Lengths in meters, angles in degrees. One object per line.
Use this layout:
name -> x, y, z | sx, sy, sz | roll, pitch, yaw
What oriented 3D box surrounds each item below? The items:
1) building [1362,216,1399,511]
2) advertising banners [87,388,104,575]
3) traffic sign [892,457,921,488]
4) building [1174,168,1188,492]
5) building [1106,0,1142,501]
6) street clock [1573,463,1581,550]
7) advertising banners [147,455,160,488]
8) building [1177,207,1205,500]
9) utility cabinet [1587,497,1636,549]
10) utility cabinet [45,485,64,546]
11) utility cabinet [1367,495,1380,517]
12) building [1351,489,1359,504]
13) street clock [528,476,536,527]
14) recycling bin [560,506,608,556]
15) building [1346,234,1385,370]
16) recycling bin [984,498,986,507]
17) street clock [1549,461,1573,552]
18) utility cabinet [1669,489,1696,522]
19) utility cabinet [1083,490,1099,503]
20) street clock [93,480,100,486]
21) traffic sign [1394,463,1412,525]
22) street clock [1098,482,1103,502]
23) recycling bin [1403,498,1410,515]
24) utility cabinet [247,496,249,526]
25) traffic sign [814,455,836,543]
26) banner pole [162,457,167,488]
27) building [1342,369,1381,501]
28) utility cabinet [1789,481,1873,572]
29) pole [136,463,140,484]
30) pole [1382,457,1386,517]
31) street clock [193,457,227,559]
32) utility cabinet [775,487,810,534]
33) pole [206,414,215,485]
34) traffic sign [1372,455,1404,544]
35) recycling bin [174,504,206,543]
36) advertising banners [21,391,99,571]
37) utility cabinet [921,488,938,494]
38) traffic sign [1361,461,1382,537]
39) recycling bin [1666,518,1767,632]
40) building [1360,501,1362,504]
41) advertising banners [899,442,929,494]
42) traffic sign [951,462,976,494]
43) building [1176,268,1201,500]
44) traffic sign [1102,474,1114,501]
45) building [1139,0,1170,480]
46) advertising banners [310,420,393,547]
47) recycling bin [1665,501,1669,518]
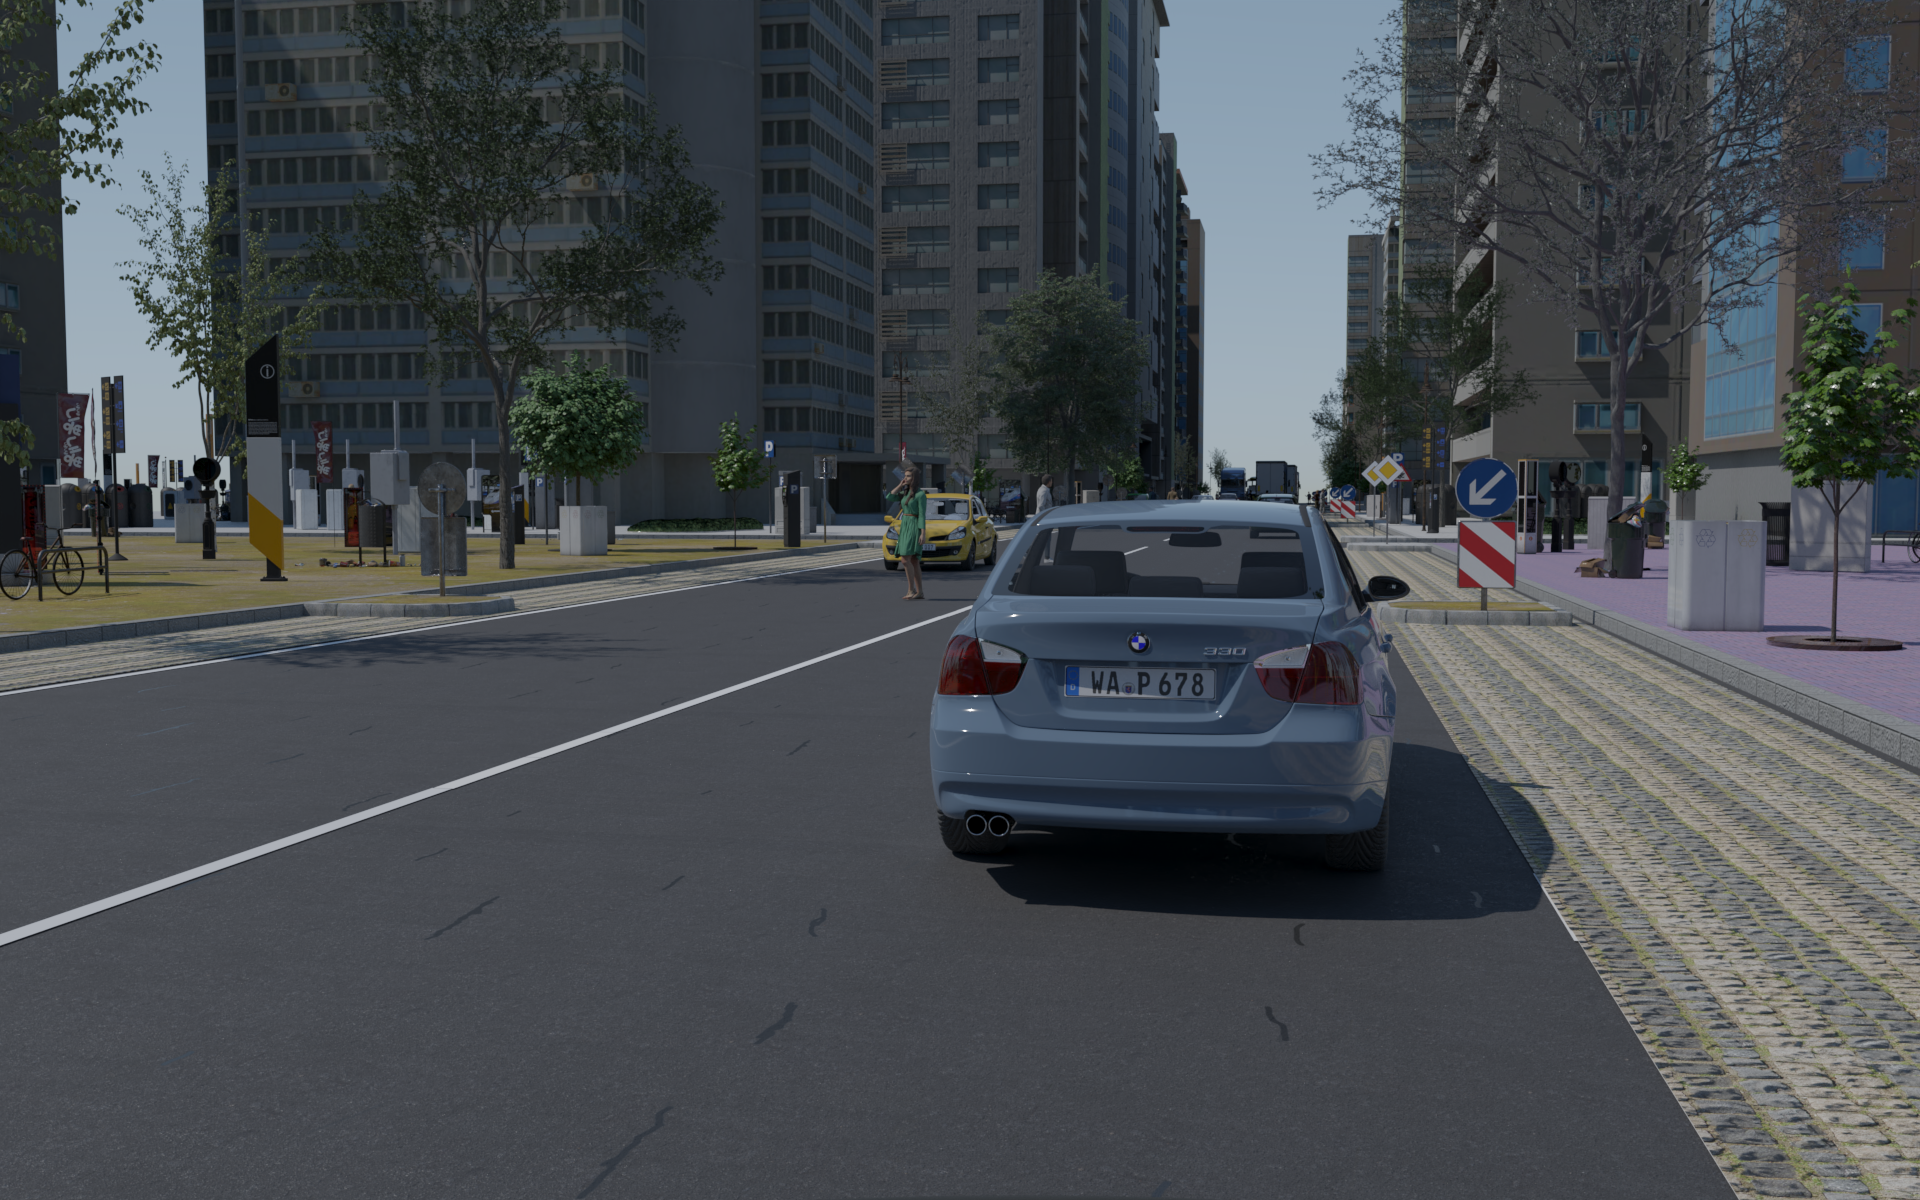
building -> 54.249, -28.529, 158.324 | 32.217, 40.220, 23.993 | 1, 4, 11
advertising banners -> -14.007, -1.952, 28.099 | 0.090, 3.025, 2.074 | -2, 4, -28
traffic sign -> -1.445, -2.630, 46.642 | 0.795, 2.450, 0.064 | 1, 4, 11
building -> 18.498, -35.142, 229.195 | 22.147, 44.769, 28.867 | 1, 4, 11
building -> 3.226, -36.807, 143.786 | 21.231, 58.520, 28.212 | 1, 4, 11
street clock -> 14.020, -2.158, 39.854 | 0.471, 2.002, 0.358 | -2, 4, -24
advertising banners -> -36.491, -4.924, 76.698 | 2.074, 3.025, 0.090 | -3, 4, -38
building -> 31.324, -38.180, 274.356 | 14.600, 45.320, 14.200 | 1, 4, 11
utility cabinet -> 15.136, -1.778, 40.236 | 1.020, 1.237, 0.306 | 2, 4, 24
utility cabinet -> -22.579, -2.055, 42.276 | 1.173, 1.500, 0.318 | -1, 4, -14
utility cabinet -> 23.342, -5.271, 97.341 | 0.306, 1.237, 1.020 | -3, 4, -36
building -> 67.543, -32.537, 223.867 | 32.217, 40.220, 23.993 | 1, 4, 11
street clock -> -16.821, -3.893, 68.227 | 0.471, 2.002, 0.358 | -2, 4, -28
recycling bin -> -7.879, -1.450, 36.257 | 0.722, 1.027, 0.722 | 3, 4, 38
building -> 67.924, -36.042, 272.880 | 14.154, 41.232, 14.086 | 1, 4, 11
recycling bin -> 1.021, -5.380, 100.518 | 0.722, 1.027, 0.722 | -3, 5, -41
street clock -> 13.174, -2.057, 38.196 | 0.358, 2.002, 0.471 | 3, 5, 43
utility cabinet -> 27.103, -3.441, 64.935 | 1.173, 1.500, 0.318 | -2, 4, -32
utility cabinet -> 7.881, -5.833, 104.053 | 0.318, 1.500, 1.173 | 3, 5, 44
street clock -> -47.058, -5.487, 94.280 | 0.358, 2.002, 0.471 | -2, 4, -28
traffic sign -> 18.426, -4.428, 72.404 | 0.884, 2.594, 0.081 | 1, 4, 12
street clock -> 8.644, -6.240, 106.595 | 0.358, 2.002, 0.471 | 1, 4, 22
recycling bin -> 26.586, -5.616, 104.369 | 0.722, 1.027, 0.722 | -3, 4, -36
utility cabinet -> -28.755, -3.649, 70.827 | 0.306, 1.237, 1.020 | 0, 4, 5
traffic sign -> -3.544, -2.651, 45.475 | 0.606, 2.300, 0.079 | 1, 4, 15
banner pole -> -53.109, -7.686, 115.690 | 0.863, 3.779, 0.401 | 3, 5, 44
building -> 69.856, -24.844, 251.243 | 27.650, 21.520, 28.899 | 1, 4, 11
utility cabinet -> 14.374, -1.218, 28.587 | 1.173, 1.500, 0.318 | 3, 5, 45
pole -> -54.292, -7.373, 114.385 | 0.158, 3.312, 0.155 | 0, 3, 0
pole -> 23.208, -6.179, 94.873 | 0.158, 3.312, 0.155 | 0, 3, 0
street clock -> -14.800, -1.805, 34.083 | 0.471, 2.002, 0.358 | 0, 4, -2
utility cabinet -> -5.313, -2.819, 54.770 | 1.173, 1.500, 0.318 | 2, 4, 34
pole -> -19.070, -3.073, 44.093 | 0.158, 3.312, 0.155 | 0, 3, 0
traffic sign -> 10.910, -2.481, 44.202 | 0.795, 2.450, 0.064 | 1, 4, 11
recycling bin -> -20.211, -2.016, 45.520 | 0.722, 1.027, 0.722 | -1, 4, -19
advertising banners -> -15.867, -2.035, 29.453 | 2.074, 3.025, 0.090 | -3, 5, -41
utility cabinet -> -1.439, -3.494, 65.807 | 1.173, 1.500, 0.318 | 0, 4, -3
traffic sign -> 12.450, -2.960, 52.038 | 0.795, 2.450, 0.064 | 1, 4, 11
recycling bin -> 7.192, -0.240, 16.479 | 0.722, 1.027, 0.722 | 1, 4, 10
building -> 59.427, -29.959, 181.714 | 32.217, 40.220, 23.993 | 1, 4, 11
advertising banners -> -1.542, -3.747, 57.453 | 0.090, 3.025, 2.074 | -2, 4, -29
traffic sign -> 0.095, -3.109, 54.478 | 0.795, 2.450, 0.064 | 1, 4, 11
building -> 19.477, -34.551, 256.787 | 32.217, 40.220, 23.993 | 1, 4, 11
traffic sign -> 9.532, -6.803, 111.339 | 0.768, 2.556, 0.104 | 1, 4, 12
building -> 5.450, -35.666, 172.369 | 28.713, 52.752, 27.495 | 1, 4, 11
advertising banners -> -14.644, -2.795, 41.880 | 2.074, 3.025, 0.090 | -3, 5, -41
recycling bin -> 27.452, -3.300, 66.509 | 0.722, 1.027, 0.722 | -3, 5, -42
